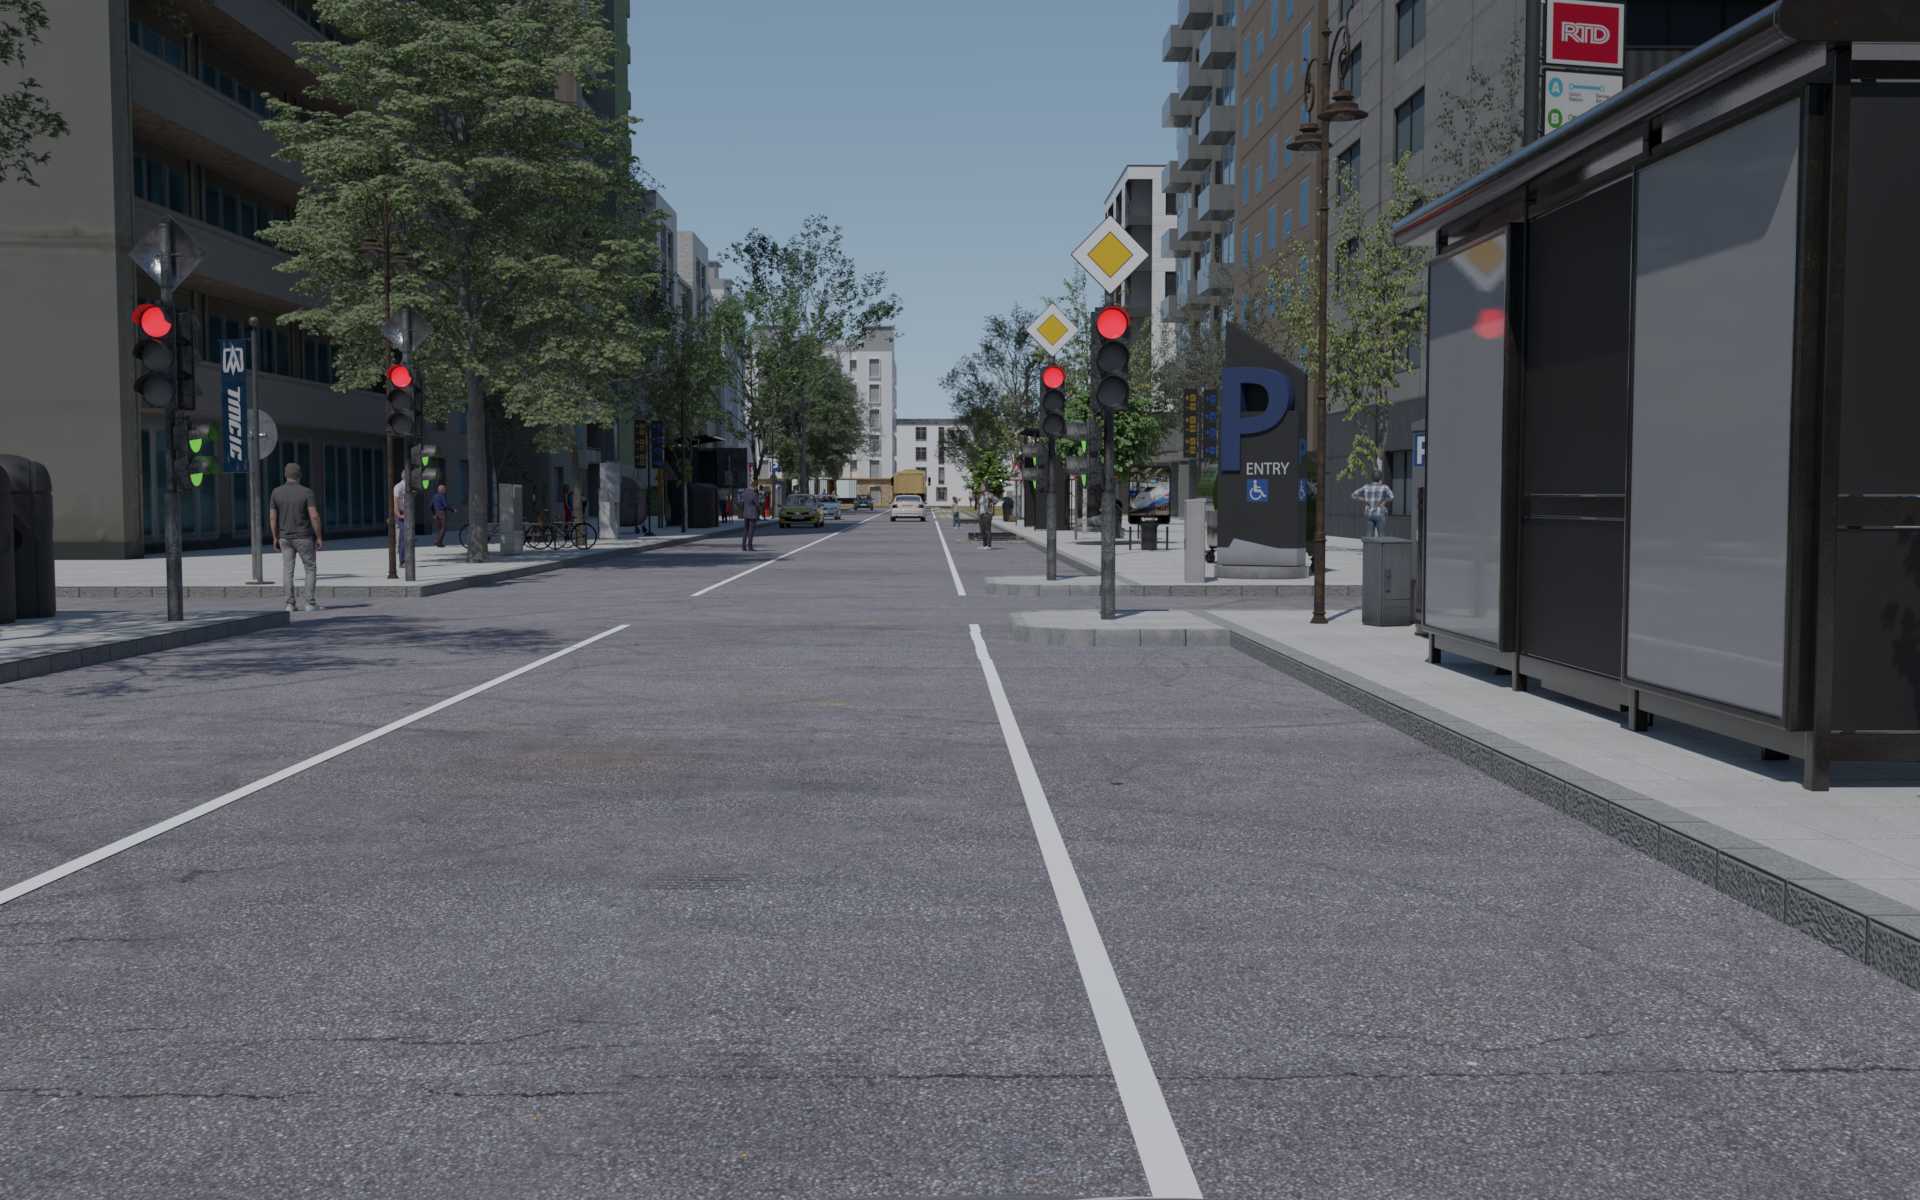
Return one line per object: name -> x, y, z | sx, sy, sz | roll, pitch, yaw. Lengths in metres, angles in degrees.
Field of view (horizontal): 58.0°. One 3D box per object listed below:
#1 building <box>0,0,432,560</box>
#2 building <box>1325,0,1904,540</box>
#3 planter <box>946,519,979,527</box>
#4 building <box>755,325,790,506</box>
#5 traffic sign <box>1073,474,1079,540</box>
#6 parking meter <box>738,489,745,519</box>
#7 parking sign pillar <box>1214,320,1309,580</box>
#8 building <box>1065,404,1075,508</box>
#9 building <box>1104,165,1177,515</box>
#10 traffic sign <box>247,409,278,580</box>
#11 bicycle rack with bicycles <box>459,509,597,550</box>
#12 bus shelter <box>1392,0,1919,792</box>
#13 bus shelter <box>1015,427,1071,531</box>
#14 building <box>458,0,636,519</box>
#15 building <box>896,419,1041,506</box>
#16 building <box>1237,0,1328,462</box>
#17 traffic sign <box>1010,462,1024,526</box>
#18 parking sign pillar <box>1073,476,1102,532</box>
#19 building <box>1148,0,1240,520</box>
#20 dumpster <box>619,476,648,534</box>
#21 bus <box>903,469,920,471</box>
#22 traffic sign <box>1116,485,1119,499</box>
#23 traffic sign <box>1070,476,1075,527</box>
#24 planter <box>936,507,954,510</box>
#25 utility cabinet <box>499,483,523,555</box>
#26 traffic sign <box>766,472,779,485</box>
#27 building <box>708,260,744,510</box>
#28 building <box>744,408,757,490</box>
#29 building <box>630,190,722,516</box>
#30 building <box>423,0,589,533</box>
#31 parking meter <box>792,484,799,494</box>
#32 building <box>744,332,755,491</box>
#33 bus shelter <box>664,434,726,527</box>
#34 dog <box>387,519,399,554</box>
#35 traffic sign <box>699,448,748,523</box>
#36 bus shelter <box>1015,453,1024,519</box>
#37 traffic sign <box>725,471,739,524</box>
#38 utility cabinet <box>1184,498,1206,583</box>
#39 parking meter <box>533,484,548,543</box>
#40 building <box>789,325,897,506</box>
building -> -27.077, -25.610, 42.433 | 21.300, 48.544, 21.600 | 0, 4, -1
building -> 21.627, -36.912, 41.771 | 20.611, 71.187, 20.563 | 0, 4, -1
planter -> 0.379, -3.435, 77.304 | 1.991, 0.319, 1.994 | 0, 4, -1
building -> -25.402, -20.992, 199.638 | 11.380, 20.091, 16.016 | 0, 4, -1
traffic sign -> 3.251, -2.959, 48.484 | 0.768, 2.556, 0.104 | 0, 4, 3
parking meter -> -11.296, -4.956, 89.448 | 0.372, 1.533, 0.369 | 0, 3, 0
parking sign pillar -> 4.637, -2.330, 26.563 | 1.447, 3.967, 1.447 | 2, 4, 31
building -> 13.850, -13.004, 154.767 | 9.099, 9.664, 28.070 | 0, 4, -1
building -> 23.982, -17.145, 124.290 | 27.936, 21.610, 32.646 | 0, 4, -1
traffic sign -> -10.551, -1.575, 25.851 | 0.768, 2.556, 0.104 | 0, 4, 6
bicycle rack with bicycles -> -9.784, -1.646, 40.292 | 2.925, 0.926, 2.852 | 1, 4, 12
bus shelter -> 4.386, -2.077, 11.585 | 2.179, 5.291, 8.768 | 0, 4, -1
bus shelter -> 3.029, -4.422, 63.590 | 1.731, 3.624, 6.357 | 0, 4, -1
building -> -25.219, -24.842, 89.761 | 14.154, 41.232, 14.086 | 0, 4, -1
building -> 6.809, -15.610, 197.378 | 28.070, 9.664, 9.099 | 0, 4, -1
building -> 18.262, -25.221, 62.482 | 14.600, 45.320, 14.200 | 0, 4, -1
traffic sign -> 2.279, -4.282, 70.016 | 0.884, 2.594, 0.081 | 0, 4, 0
parking sign pillar -> 4.597, -4.325, 59.179 | 1.447, 3.967, 1.447 | 0, 4, -2
building -> 22.110, -28.482, 85.285 | 23.786, 49.044, 30.456 | 0, 4, -1
dumpster -> -10.913, -3.099, 56.433 | 1.264, 1.857, 1.865 | 0, 4, -1
bus -> -4.810, -10.971, 170.914 | 2.896, 3.916, 12.252 | 0, 4, -2
traffic sign -> 4.856, -3.260, 53.408 | 0.768, 2.556, 0.104 | 0, 4, -1
traffic sign -> 4.394, -4.167, 68.134 | 0.884, 2.594, 0.081 | 0, 4, 2
planter -> -1.127, -8.192, 155.076 | 1.991, 0.319, 1.994 | 0, 4, -1
utility cabinet -> -9.456, -1.704, 36.544 | 0.318, 1.500, 1.173 | 0, 4, -6
traffic sign -> -10.609, -6.030, 98.597 | 0.884, 2.594, 0.081 | 0, 4, 4
building -> -26.116, -17.220, 137.973 | 16.016, 20.091, 11.380 | 0, 4, -1
building -> -33.685, -13.628, 164.971 | 28.070, 9.664, 9.099 | 0, 4, -1
building -> -26.309, -15.297, 116.562 | 16.747, 18.905, 31.486 | 0, 4, -1
building -> -31.523, -13.671, 68.556 | 27.650, 21.520, 28.899 | 0, 4, -1
parking meter -> -9.525, -5.796, 100.483 | 0.399, 1.863, 0.255 | -1, 4, -12
building -> -26.592, -17.945, 149.824 | 16.016, 20.091, 11.380 | 0, 4, -1
bus shelter -> -10.851, -4.890, 71.228 | 1.731, 3.624, 6.357 | 0, 4, -1
dog -> -11.959, -1.377, 36.891 | 0.513, 0.831, 0.800 | -1, 4, -14
traffic sign -> -10.443, -5.027, 76.072 | 2.265, 3.308, 0.079 | 0, 4, 7
bus shelter -> 3.458, -4.849, 73.212 | 2.014, 3.302, 5.546 | 0, 4, -1
traffic sign -> -9.916, -4.477, 75.328 | 0.606, 2.300, 0.079 | 0, 4, 5
utility cabinet -> 3.436, -0.873, 25.430 | 0.306, 1.237, 1.020 | 0, 4, 6
parking meter -> -11.119, -2.295, 45.933 | 0.372, 1.533, 0.369 | 0, 3, 0
building -> -13.133, -21.053, 200.641 | 11.380, 20.091, 16.016 | 0, 4, -1
